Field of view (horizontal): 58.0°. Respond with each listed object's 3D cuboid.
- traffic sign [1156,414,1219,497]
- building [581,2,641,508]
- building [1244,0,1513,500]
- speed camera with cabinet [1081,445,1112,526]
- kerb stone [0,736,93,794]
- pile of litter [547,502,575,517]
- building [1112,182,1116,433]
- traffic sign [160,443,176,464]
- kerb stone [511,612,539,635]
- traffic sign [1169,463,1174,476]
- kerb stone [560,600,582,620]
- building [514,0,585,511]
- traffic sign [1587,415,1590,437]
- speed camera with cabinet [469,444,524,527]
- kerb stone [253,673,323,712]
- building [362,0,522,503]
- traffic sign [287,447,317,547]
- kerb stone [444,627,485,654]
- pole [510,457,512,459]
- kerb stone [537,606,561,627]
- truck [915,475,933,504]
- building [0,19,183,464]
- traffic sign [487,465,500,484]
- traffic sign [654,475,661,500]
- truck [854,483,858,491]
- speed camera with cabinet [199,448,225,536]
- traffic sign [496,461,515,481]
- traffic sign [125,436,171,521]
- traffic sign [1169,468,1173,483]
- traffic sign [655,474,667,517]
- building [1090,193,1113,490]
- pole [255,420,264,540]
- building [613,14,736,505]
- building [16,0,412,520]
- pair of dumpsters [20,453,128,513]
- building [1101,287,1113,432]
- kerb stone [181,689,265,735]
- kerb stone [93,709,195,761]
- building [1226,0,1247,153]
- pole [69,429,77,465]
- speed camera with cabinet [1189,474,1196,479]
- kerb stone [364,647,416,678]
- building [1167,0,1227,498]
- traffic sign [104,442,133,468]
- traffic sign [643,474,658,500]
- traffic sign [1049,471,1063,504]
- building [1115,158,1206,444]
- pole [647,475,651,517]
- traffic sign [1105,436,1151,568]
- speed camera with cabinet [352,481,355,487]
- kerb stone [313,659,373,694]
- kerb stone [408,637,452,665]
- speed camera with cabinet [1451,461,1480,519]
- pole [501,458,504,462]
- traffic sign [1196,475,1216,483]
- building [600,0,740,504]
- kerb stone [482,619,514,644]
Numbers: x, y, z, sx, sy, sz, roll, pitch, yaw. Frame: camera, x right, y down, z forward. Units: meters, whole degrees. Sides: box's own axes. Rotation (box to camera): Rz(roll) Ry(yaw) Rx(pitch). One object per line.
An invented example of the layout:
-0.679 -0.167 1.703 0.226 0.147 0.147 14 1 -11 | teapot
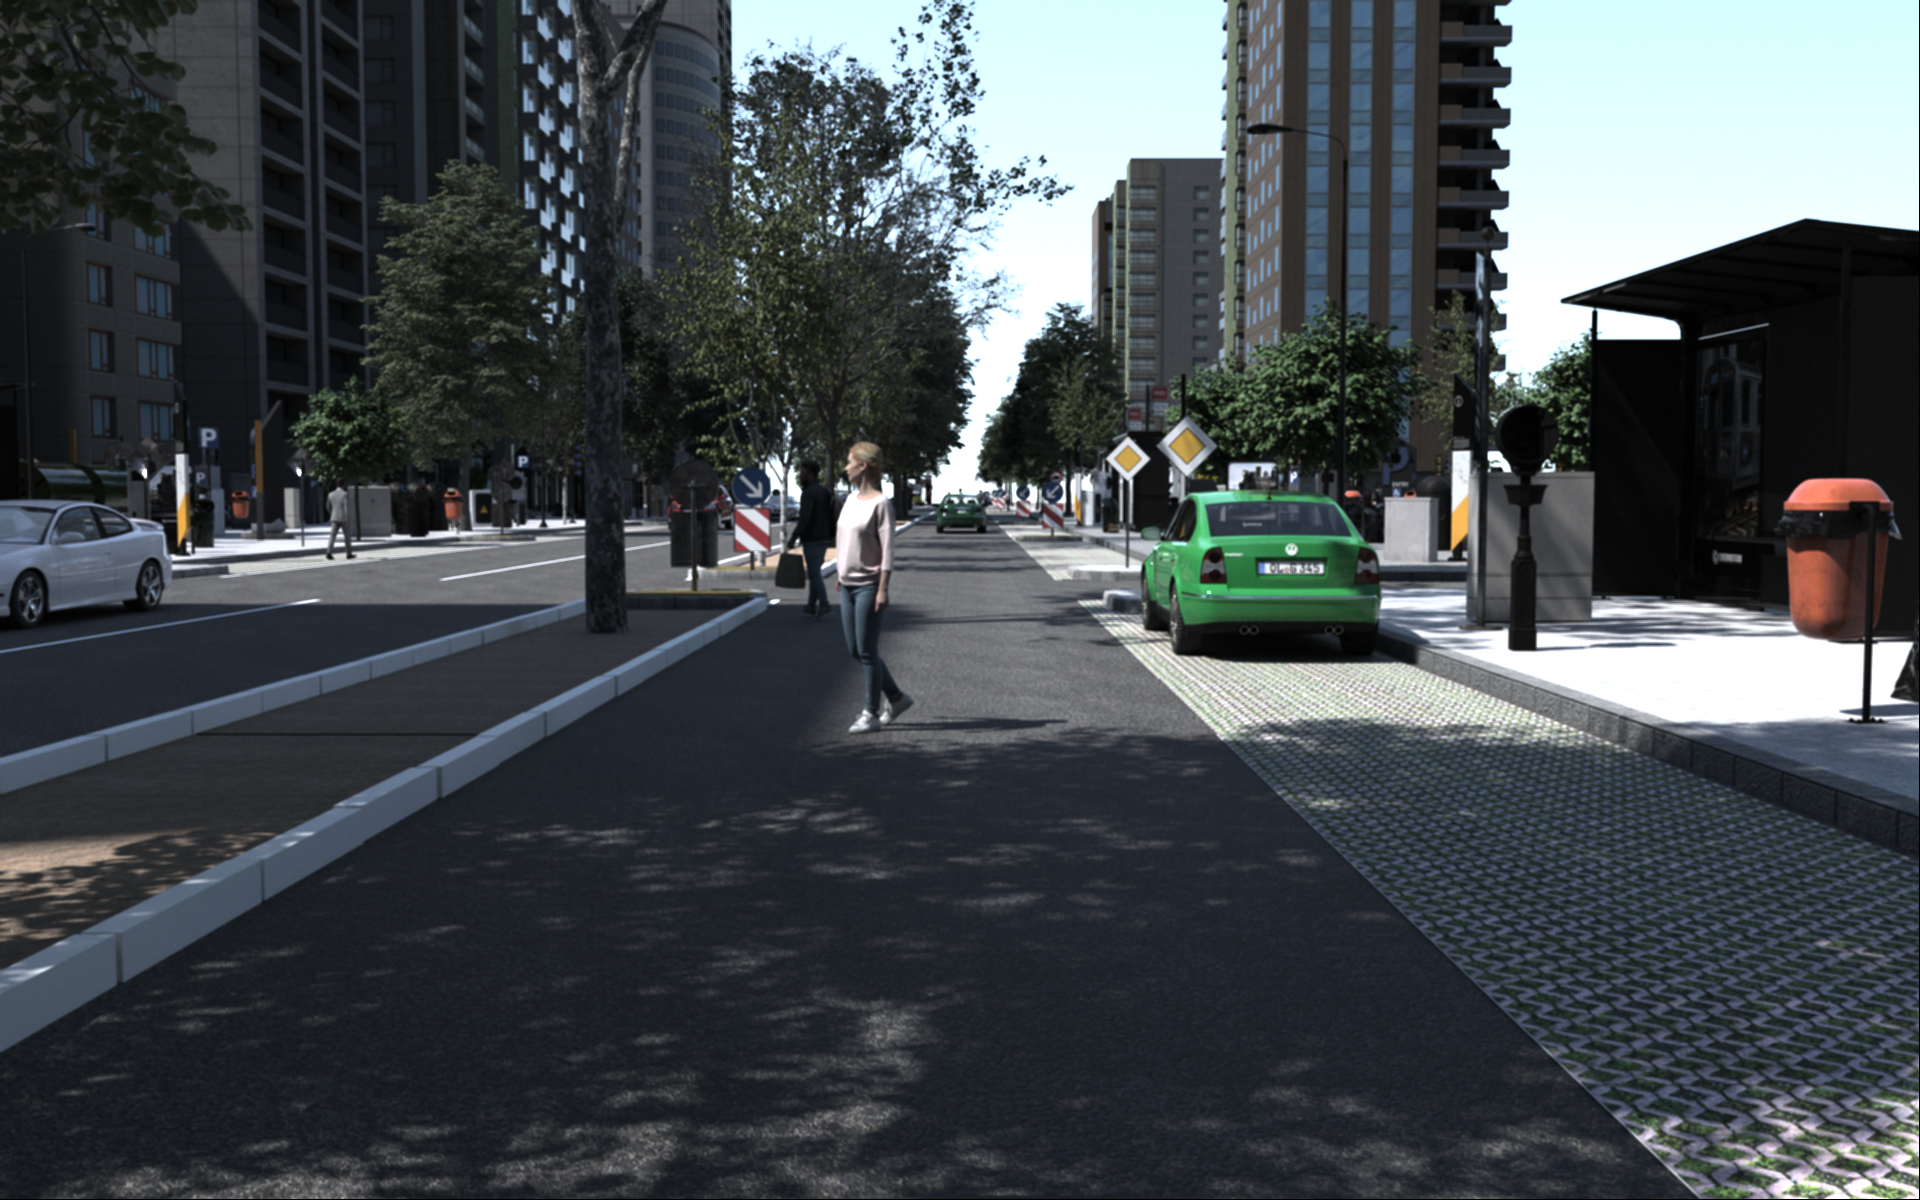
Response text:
2.865 -1.118 21.928 0.795 2.450 0.064 0 4 0 | traffic sign
-37.327 -30.982 156.671 14.600 45.320 14.200 0 4 0 | building
26.762 -28.342 113.504 14.600 45.320 14.200 0 4 0 | building
5.503 -4.610 69.713 0.660 3.252 2.038 2 4 26 | speed camera with cabinet
-4.605 0.825 8.704 0.120 0.150 1.000 0 4 0 | kerb stone
-22.785 -5.188 98.783 1.719 0.858 1.176 1 4 10 | pile of litter
26.879 -33.255 227.306 14.154 41.232 14.086 0 4 0 | building
-19.720 -2.637 43.226 0.768 2.556 0.104 0 4 1 | traffic sign
-4.571 0.261 17.923 0.120 0.150 1.000 0 4 0 | kerb stone
8.023 -4.151 67.978 0.768 2.556 0.104 0 4 1 | traffic sign
-4.556 0.139 19.969 0.120 0.150 1.000 0 4 0 | kerb stone
-41.712 -31.479 134.287 23.786 49.044 30.456 0 4 0 | building
8.664 -1.398 22.960 0.768 2.556 0.104 0 4 1 | traffic sign
-18.316 -4.535 68.484 2.038 3.252 0.660 -2 4 -25 | speed camera with cabinet
-4.600 0.637 11.780 0.120 0.150 1.000 0 4 0 | kerb stone
-37.222 -26.203 112.017 14.154 41.232 14.086 0 4 0 | building
-16.010 -2.505 42.143 0.795 2.450 0.064 1 4 9 | traffic sign
-4.582 0.387 15.875 0.120 0.150 1.000 0 4 0 | kerb stone
-24.394 -6.150 94.393 0.158 3.312 0.155 0 3 0 | pole
-4.568 0.204 18.946 0.120 0.150 1.000 0 4 0 | kerb stone
-5.366 -16.268 254.888 2.839 4.237 11.283 0 4 0 | truck
-46.321 -13.001 57.608 27.650 21.520 28.899 0 4 0 | building
-20.693 -4.711 77.125 0.768 2.556 0.104 0 4 4 | traffic sign
-17.871 -6.299 103.099 0.768 2.556 0.104 0 4 3 | traffic sign
-10.366 -12.957 201.606 2.967 4.110 18.799 0 4 0 | truck
-23.003 -3.604 53.269 0.660 3.252 2.038 -2 4 -26 | speed camera with cabinet
-17.678 -4.116 67.395 0.768 2.556 0.104 0 4 8 | traffic sign
-14.050 -1.612 29.995 0.795 2.450 0.064 0 4 0 | traffic sign
7.928 -3.959 66.862 0.606 2.300 0.079 1 4 8 | traffic sign
-16.384 -5.804 95.004 0.768 2.556 0.104 0 4 8 | traffic sign
26.782 -37.097 256.645 14.600 45.320 14.200 0 4 0 | building
-19.451 -3.318 48.085 0.158 3.312 0.155 0 3 0 | pole
-40.544 -41.217 215.902 21.231 58.520 28.212 0 4 0 | building
-40.379 -39.787 88.764 20.563 71.187 20.611 0 4 0 | building
-20.513 -2.280 39.777 1.574 2.255 4.437 0 4 0 | pair of dumpsters
26.503 -28.757 241.883 14.160 30.474 14.107 0 4 0 | building
-4.599 0.700 10.757 0.120 0.150 1.000 0 4 0 | kerb stone
-4.602 0.762 9.735 0.120 0.150 1.000 0 4 0 | kerb stone
26.415 -27.165 127.746 14.154 41.232 14.086 0 4 0 | building
-27.761 -3.697 54.281 0.158 3.312 0.155 0 3 0 | pole
11.549 -5.303 81.044 0.660 3.252 2.038 -3 5 -43 | speed camera with cabinet
-4.586 0.512 13.824 0.120 0.150 1.000 0 4 0 | kerb stone
31.038 -51.176 149.399 22.319 86.520 31.000 0 4 0 | building
-20.425 -2.567 42.078 0.768 2.556 0.104 0 4 6 | traffic sign
-18.042 -6.184 101.115 0.884 2.594 0.081 0 4 3 | traffic sign
5.243 -5.810 95.098 0.768 2.556 0.104 0 4 3 | traffic sign
27.214 -32.393 213.219 14.154 41.232 14.086 0 4 0 | building
-17.072 -6.184 94.954 0.158 3.312 0.155 0 3 0 | pole
2.894 -1.607 29.913 0.795 2.450 0.064 0 4 0 | traffic sign
-28.557 -5.483 83.978 0.660 3.252 2.038 2 4 25 | speed camera with cabinet
-4.592 0.576 12.802 0.120 0.150 1.000 0 4 0 | kerb stone
-4.585 0.451 14.846 0.120 0.150 1.000 0 4 0 | kerb stone
19.996 -4.601 69.562 0.660 3.252 2.038 -3 4 -38 | speed camera with cabinet
-25.983 -6.399 98.461 0.158 3.312 0.155 0 3 0 | pole
8.544 -3.696 54.302 2.265 3.308 0.079 0 4 6 | traffic sign
-39.976 -49.041 240.067 20.563 71.187 20.611 0 4 0 | building
-4.569 0.324 16.901 0.120 0.150 1.000 0 4 0 | kerb stone
